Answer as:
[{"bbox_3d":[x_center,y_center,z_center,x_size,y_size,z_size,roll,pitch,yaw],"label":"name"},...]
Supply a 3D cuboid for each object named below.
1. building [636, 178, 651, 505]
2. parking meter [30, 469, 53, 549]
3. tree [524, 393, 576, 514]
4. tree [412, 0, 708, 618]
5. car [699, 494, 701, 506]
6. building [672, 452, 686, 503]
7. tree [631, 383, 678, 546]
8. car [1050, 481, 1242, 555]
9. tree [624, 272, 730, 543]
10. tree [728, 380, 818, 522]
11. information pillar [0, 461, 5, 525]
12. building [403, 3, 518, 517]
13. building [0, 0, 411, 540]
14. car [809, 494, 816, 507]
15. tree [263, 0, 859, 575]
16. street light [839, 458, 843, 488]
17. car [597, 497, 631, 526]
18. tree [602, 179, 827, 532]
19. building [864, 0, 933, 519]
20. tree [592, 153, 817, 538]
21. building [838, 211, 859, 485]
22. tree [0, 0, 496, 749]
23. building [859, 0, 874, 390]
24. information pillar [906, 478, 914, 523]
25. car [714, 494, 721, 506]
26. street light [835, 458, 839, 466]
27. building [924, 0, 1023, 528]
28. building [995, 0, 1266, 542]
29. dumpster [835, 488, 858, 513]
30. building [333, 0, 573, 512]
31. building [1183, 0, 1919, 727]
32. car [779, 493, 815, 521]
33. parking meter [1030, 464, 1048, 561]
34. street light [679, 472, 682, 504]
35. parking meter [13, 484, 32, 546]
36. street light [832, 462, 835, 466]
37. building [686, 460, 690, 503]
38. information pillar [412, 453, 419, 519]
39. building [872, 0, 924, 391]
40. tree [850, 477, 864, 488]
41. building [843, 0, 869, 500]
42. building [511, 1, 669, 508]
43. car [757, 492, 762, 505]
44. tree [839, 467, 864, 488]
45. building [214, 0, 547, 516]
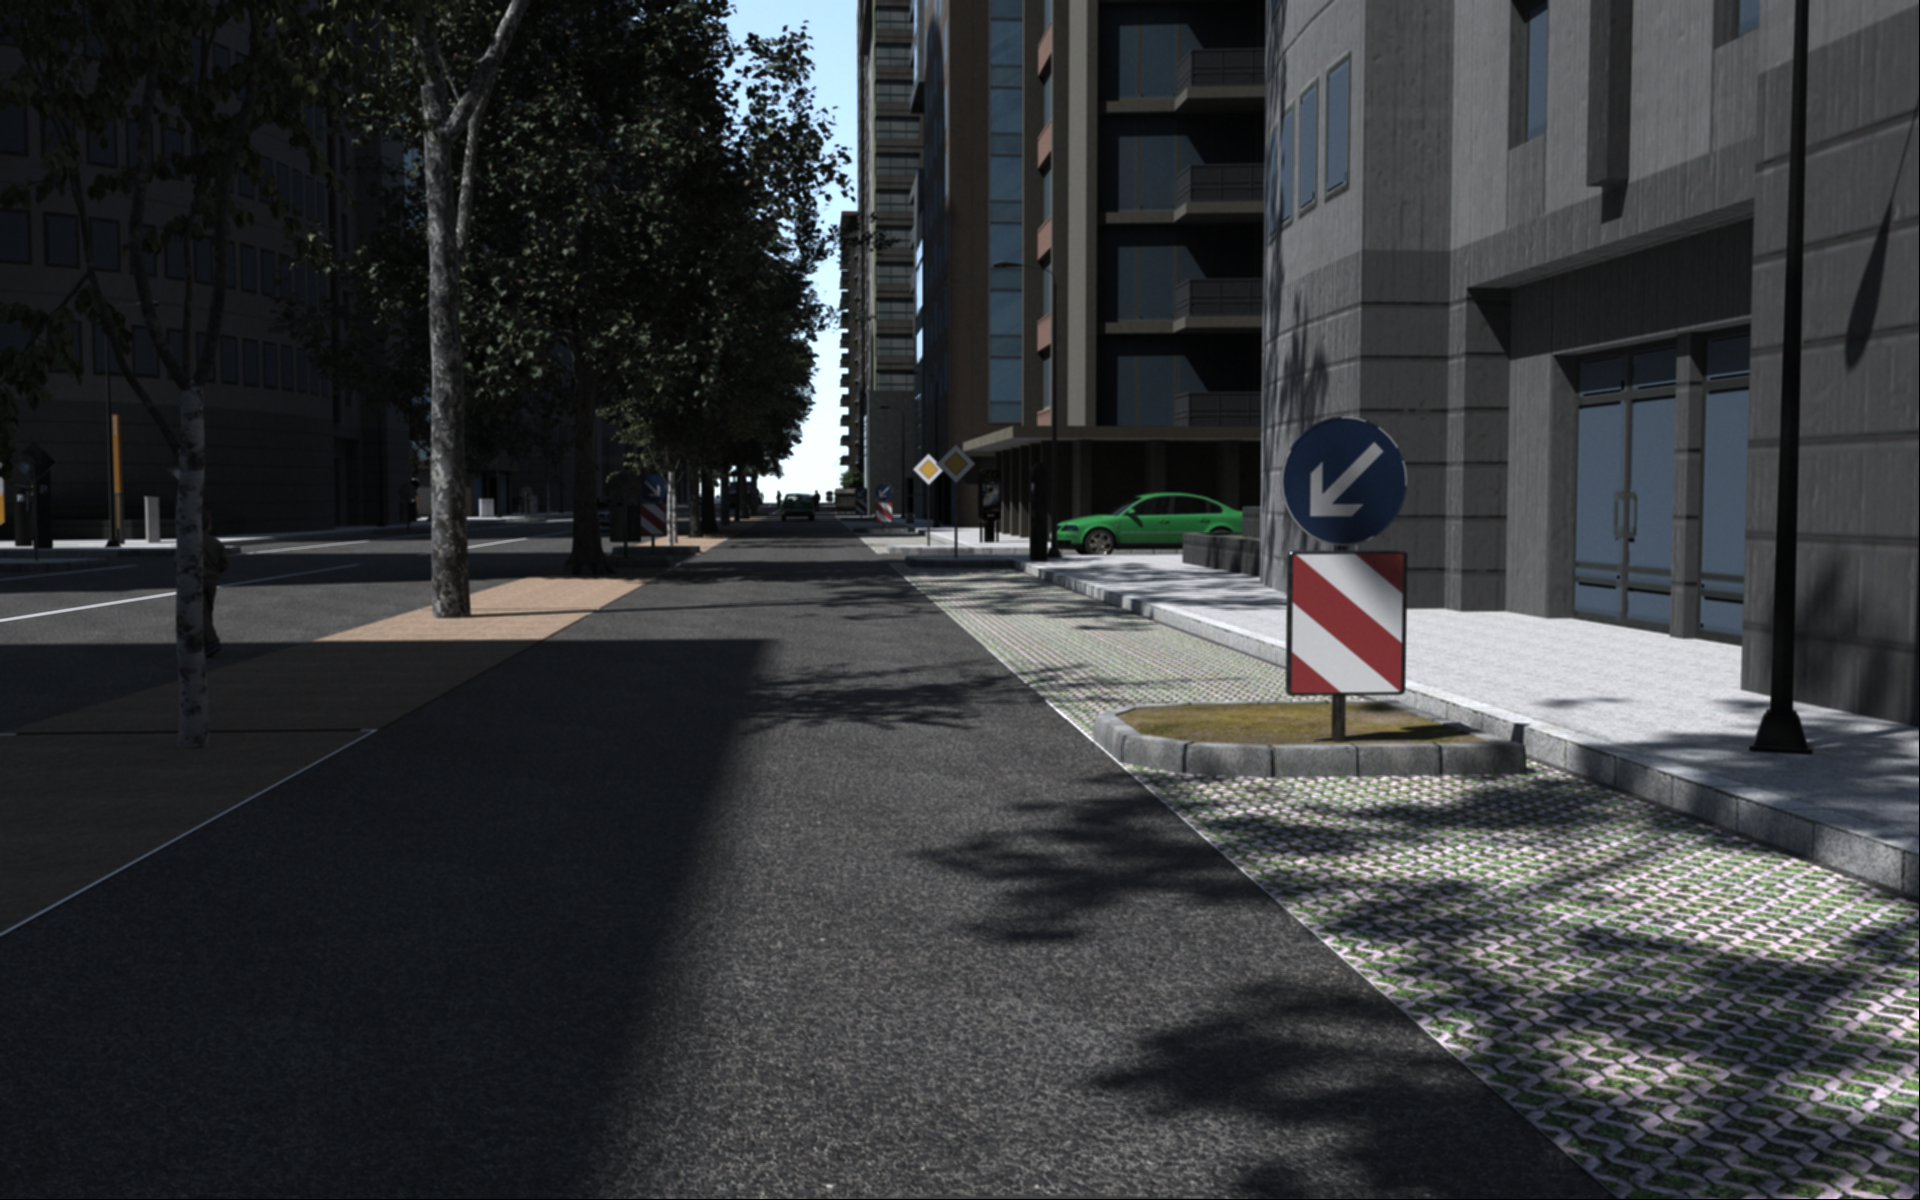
[{"bbox_3d":[-39.717,-30.226,177.797,14.154,41.232,14.086,0,4,-5],"label":"building"},{"bbox_3d":[-21.690,-2.151,40.883,0.255,1.863,0.399,3,5,39],"label":"parking meter"},{"bbox_3d":[-26.783,-9.972,113.412,4.360,8.622,3.978,0,3,0],"label":"tree"},{"bbox_3d":[-4.609,-9.808,18.710,12.611,20.169,13.585,0,3,0],"label":"tree"},{"bbox_3d":[-27.842,-10.755,187.642,2.131,1.459,4.920,0,4,-3],"label":"car"},{"bbox_3d":[-45.074,-33.605,233.034,14.154,41.232,14.086,0,4,-5],"label":"building"},{"bbox_3d":[-7.588,-5.635,44.959,4.737,8.622,4.395,0,3,0],"label":"tree"},{"bbox_3d":[4.403,-1.872,39.406,4.718,1.807,1.959,0,4,-6],"label":"car"},{"bbox_3d":[-8.202,-5.917,49.563,4.360,8.622,3.978,0,3,0],"label":"tree"},{"bbox_3d":[-11.548,-9.307,89.044,8.767,10.594,7.601,0,4,-5],"label":"tree"},{"bbox_3d":[-25.169,-3.286,45.073,0.504,3.616,0.183,-1,4,-9],"label":"information pillar"},{"bbox_3d":[-34.443,-27.613,101.590,14.600,45.320,14.200,0,4,-5],"label":"building"},{"bbox_3d":[-32.918,-31.566,58.111,21.231,58.520,28.212,0,4,-5],"label":"building"},{"bbox_3d":[-16.694,-10.922,190.583,2.014,1.417,4.499,0,4,-5],"label":"car"},{"bbox_3d":[-6.613,-6.778,30.288,9.611,12.733,9.660,0,3,0],"label":"tree"},{"bbox_3d":[-12.428,-13.510,193.424,1.470,5.913,1.316,0,4,-5],"label":"street light"},{"bbox_3d":[-13.575,-3.341,67.203,1.945,1.354,3.894,0,4,-7],"label":"car"},{"bbox_3d":[-9.430,-9.515,64.678,9.857,13.997,8.962,0,3,0],"label":"tree"},{"bbox_3d":[5.897,-48.231,101.253,22.319,86.520,31.000,0,4,-5],"label":"building"},{"bbox_3d":[-8.543,-8.283,56.010,7.486,12.596,7.792,0,3,0],"label":"tree"},{"bbox_3d":[-7.167,-37.185,262.606,22.147,44.769,28.867,0,4,-5],"label":"building"},{"bbox_3d":[-4.373,-3.480,9.724,4.737,8.622,4.395,0,3,0],"label":"tree"},{"bbox_3d":[4.370,-36.154,180.352,28.713,52.752,27.495,0,4,-5],"label":"building"},{"bbox_3d":[-2.227,-4.426,76.864,0.304,2.012,0.304,-1,4,-18],"label":"information pillar"},{"bbox_3d":[-28.514,-11.960,207.544,2.014,1.417,4.499,0,4,-7],"label":"car"},{"bbox_3d":[-15.136,-15.395,224.256,1.470,5.913,1.316,0,4,-5],"label":"street light"},{"bbox_3d":[5.861,-25.794,71.849,14.600,45.320,14.200,0,4,-5],"label":"building"},{"bbox_3d":[14.790,-24.449,54.367,28.867,44.769,22.147,0,4,-5],"label":"building"},{"bbox_3d":[-8.565,-7.522,131.200,1.865,1.857,1.264,0,4,-6],"label":"dumpster"},{"bbox_3d":[-41.341,-37.550,155.940,21.231,58.520,28.212,0,4,-5],"label":"building"},{"bbox_3d":[14.700,-29.260,20.409,21.231,58.520,28.212,0,4,-5],"label":"building"},{"bbox_3d":[-8.859,-5.236,94.401,1.959,1.807,4.718,0,4,-6],"label":"car"},{"bbox_3d":[1.521,-1.699,33.496,0.255,1.863,0.399,-1,4,-15],"label":"parking meter"},{"bbox_3d":[-35.994,-15.520,226.298,1.470,5.913,1.316,0,4,-5],"label":"street light"},{"bbox_3d":[-23.078,-2.094,42.651,0.372,1.533,0.369,0,3,0],"label":"parking meter"},{"bbox_3d":[-19.648,-18.578,276.283,1.470,5.913,1.316,0,4,-5],"label":"street light"},{"bbox_3d":[-47.093,-35.331,261.250,14.154,41.232,14.086,0,4,-5],"label":"building"},{"bbox_3d":[-28.475,-6.067,90.542,0.183,3.616,0.504,1,4,10],"label":"information pillar"},{"bbox_3d":[0.487,-27.243,129.024,14.154,41.232,14.086,0,4,-5],"label":"building"},{"bbox_3d":[-11.698,-12.660,201.587,1.663,3.219,1.824,0,3,0],"label":"tree"},{"bbox_3d":[-5.714,-48.862,237.139,20.563,71.187,20.611,0,4,-5],"label":"building"},{"bbox_3d":[-47.371,-40.925,211.118,21.231,58.520,28.212,0,4,-5],"label":"building"},{"bbox_3d":[-27.949,-13.858,235.245,2.281,1.827,5.304,0,4,-5],"label":"car"},{"bbox_3d":[-12.701,-13.512,204.640,4.285,4.588,4.351,0,3,0],"label":"tree"},{"bbox_3d":[-39.036,-35.833,127.874,21.231,58.520,28.212,0,4,-5],"label":"building"}]
